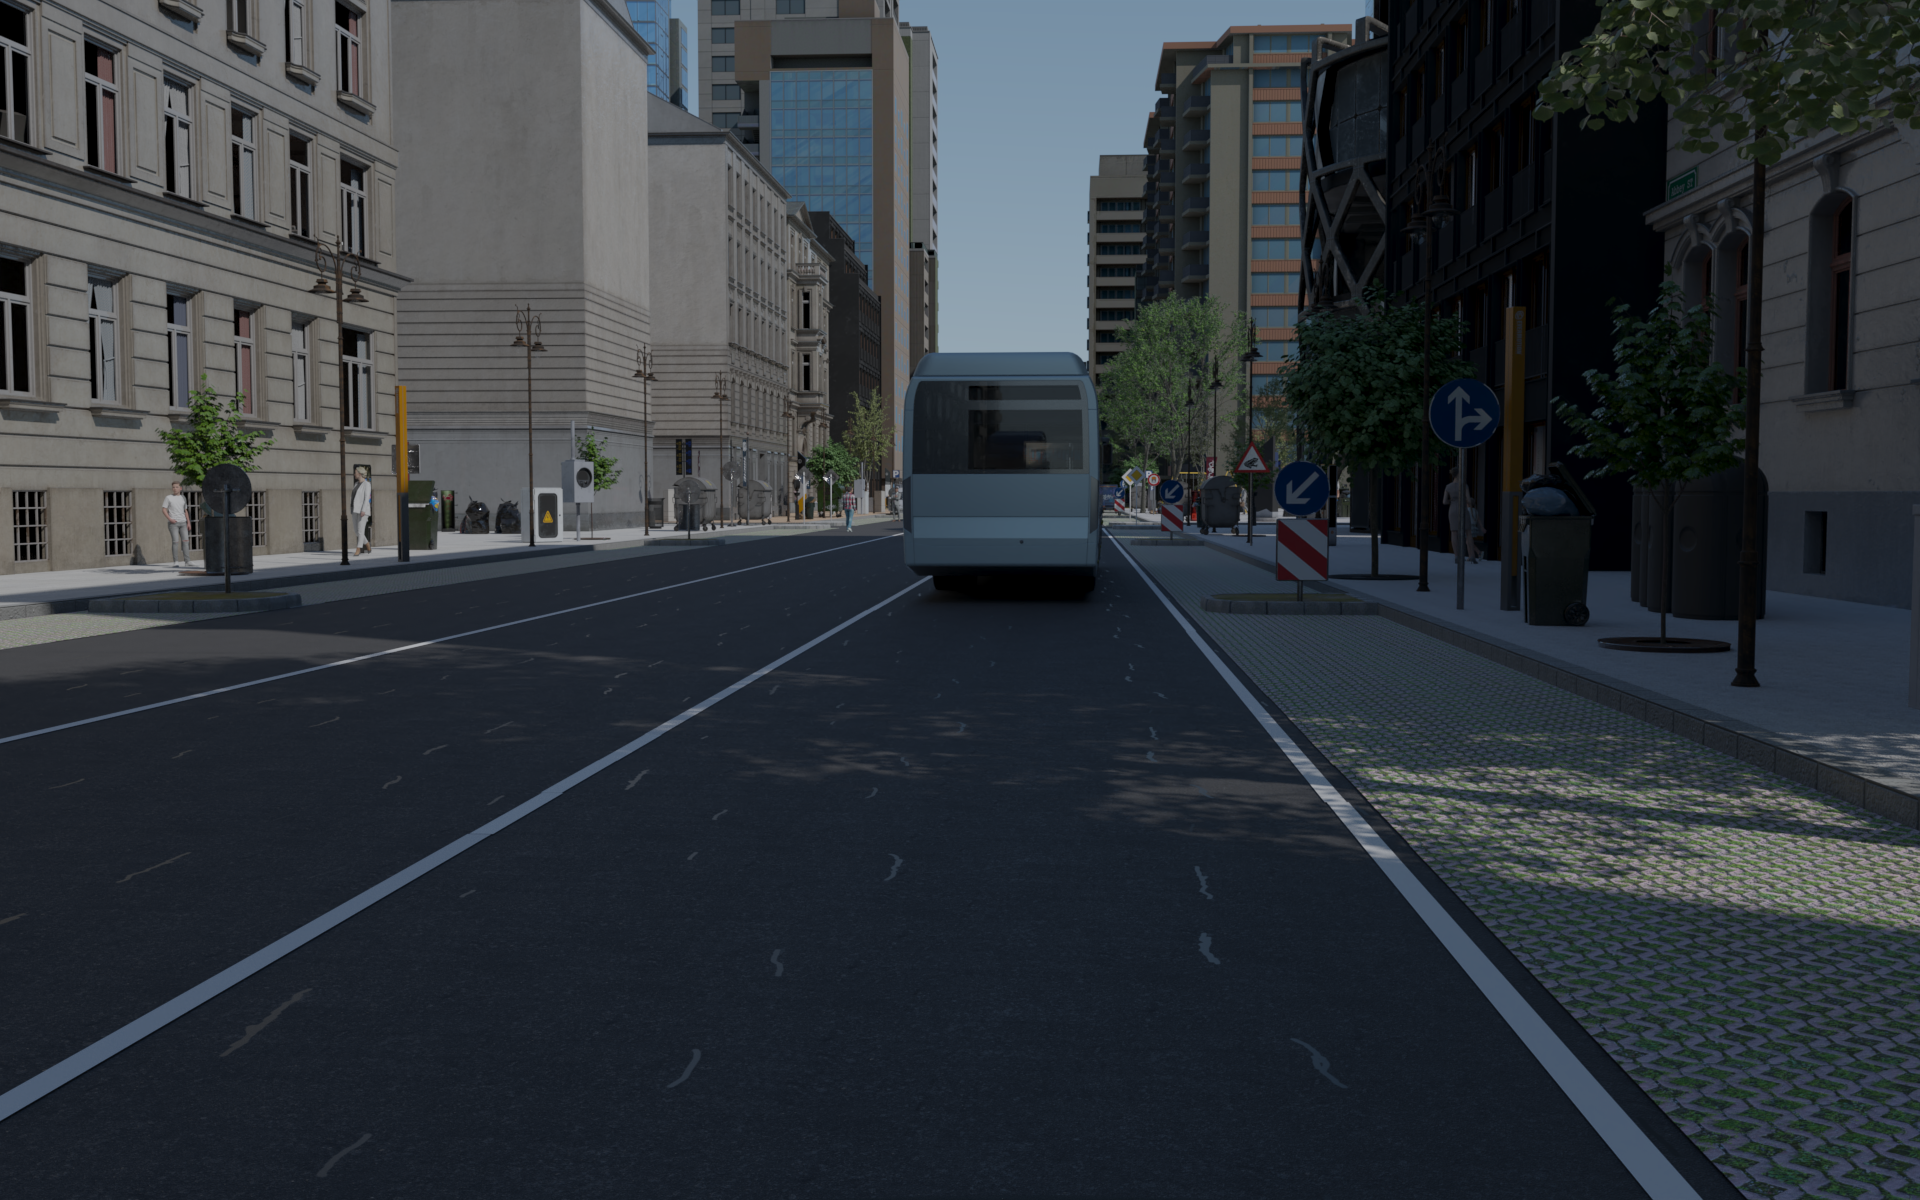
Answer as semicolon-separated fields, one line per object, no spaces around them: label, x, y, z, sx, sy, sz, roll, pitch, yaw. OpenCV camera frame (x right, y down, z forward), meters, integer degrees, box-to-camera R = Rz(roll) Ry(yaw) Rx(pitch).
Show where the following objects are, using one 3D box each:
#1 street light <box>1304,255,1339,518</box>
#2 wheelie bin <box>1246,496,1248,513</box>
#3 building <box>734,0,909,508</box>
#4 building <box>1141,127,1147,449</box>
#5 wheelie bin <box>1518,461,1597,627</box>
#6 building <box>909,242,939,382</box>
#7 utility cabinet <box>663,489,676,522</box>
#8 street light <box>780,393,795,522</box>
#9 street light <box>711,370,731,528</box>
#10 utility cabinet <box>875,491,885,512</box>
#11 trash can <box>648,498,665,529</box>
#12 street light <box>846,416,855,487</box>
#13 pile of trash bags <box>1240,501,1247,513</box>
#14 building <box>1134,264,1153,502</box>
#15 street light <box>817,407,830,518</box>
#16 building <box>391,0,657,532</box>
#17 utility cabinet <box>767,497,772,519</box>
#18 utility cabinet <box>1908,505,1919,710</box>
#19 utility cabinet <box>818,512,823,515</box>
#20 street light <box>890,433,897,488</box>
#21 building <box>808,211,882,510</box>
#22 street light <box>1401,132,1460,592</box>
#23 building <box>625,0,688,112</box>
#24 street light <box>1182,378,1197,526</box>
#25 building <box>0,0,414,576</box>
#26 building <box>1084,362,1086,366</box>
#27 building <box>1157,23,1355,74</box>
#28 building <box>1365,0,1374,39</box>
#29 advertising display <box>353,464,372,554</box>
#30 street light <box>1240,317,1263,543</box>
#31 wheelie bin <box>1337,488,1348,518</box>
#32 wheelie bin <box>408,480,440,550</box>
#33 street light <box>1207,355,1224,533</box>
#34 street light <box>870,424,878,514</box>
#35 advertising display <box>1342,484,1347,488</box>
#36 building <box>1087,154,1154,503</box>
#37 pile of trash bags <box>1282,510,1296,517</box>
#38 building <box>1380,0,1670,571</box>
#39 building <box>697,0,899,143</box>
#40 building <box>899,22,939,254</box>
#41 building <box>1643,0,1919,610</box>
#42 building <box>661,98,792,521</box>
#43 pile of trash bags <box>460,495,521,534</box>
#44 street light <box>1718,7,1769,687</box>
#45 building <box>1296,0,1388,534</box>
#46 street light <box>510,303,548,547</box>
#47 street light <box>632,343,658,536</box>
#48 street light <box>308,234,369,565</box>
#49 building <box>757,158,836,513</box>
street light;6.983;-3.722;33.647;0.468;5.910;1.993;0;4;4
wheelie bin;18.475;-6.198;109.247;0.693;1.594;0.980;-2;4;-31
building;-12.291;-31.287;161.656;14.600;45.320;14.200;0;4;4
building;31.821;-33.102;195.834;22.147;44.769;28.867;0;4;4
wheelie bin;5.840;-0.557;17.013;0.693;1.594;0.980;1;4;11
building;-9.947;-26.008;196.927;14.160;30.474;14.107;0;4;4
utility cabinet;-13.317;-4.374;80.197;0.318;1.500;1.173;2;4;23
street light;-7.918;-6.542;79.745;0.468;5.910;1.993;0;4;4
street light;-8.920;-5.622;64.703;0.468;5.910;1.993;0;4;4
utility cabinet;-5.583;-6.814;120.095;0.318;1.500;1.173;-2;4;-30
trash can;-11.250;-3.199;63.953;0.748;1.137;0.748;0;3;0
street light;-6.489;-7.942;102.642;0.468;5.910;1.993;0;4;4
pile of trash bags;20.973;-6.781;120.622;3.447;1.369;1.912;-3;5;-42
building;28.890;-27.295;217.969;14.160;30.474;14.107;0;4;4
street light;-7.197;-7.269;91.628;0.468;5.910;1.993;0;4;4
building;-21.281;-13.132;63.867;18.267;20.994;9.793;0;4;4
utility cabinet;-10.163;-4.840;90.293;0.306;1.237;1.020;1;4;19
utility cabinet;5.824;0.077;9.907;0.306;1.237;1.020;0;4;5
utility cabinet;-8.429;-5.748;105.149;0.306;1.237;1.020;0;4;4
street light;-4.887;-9.344;125.554;0.468;5.910;1.993;0;4;4
building;-13.531;-19.239;144.232;12.332;23.373;15.834;0;4;4
street light;6.106;-3.049;22.644;0.468;5.910;1.993;0;4;4
building;-46.813;-55.308;216.957;31.000;86.520;22.319;0;4;4
street light;9.157;-5.898;69.217;0.468;5.910;1.993;0;4;4
building;-22.199;-11.983;29.206;16.112;22.955;30.059;0;4;4
building;4.053;-25.049;254.587;28.899;21.520;27.650;0;4;4
building;29.941;-31.343;167.082;22.147;44.769;28.867;0;4;4
building;69.998;-57.102;246.293;31.000;86.520;22.319;0;4;4
advertising display;-12.896;-1.970;37.424;0.123;1.923;0.974;0;4;-4
street light;7.604;-4.436;45.315;0.468;5.910;1.993;0;4;4
wheelie bin;21.015;-5.307;94.684;0.980;1.594;0.693;-1;4;-18
wheelie bin;-12.403;-1.952;39.822;0.980;1.594;0.693;0;4;4
street light;8.475;-5.185;57.570;0.468;5.910;1.993;0;4;4
street light;-5.670;-8.635;113.970;0.468;5.910;1.993;0;4;4
advertising display;24.957;-6.561;112.483;0.123;1.923;0.974;0;4;-1
building;29.068;-38.268;249.386;21.600;48.544;21.300;0;4;4
pile of trash bags;19.810;-5.345;97.138;3.447;1.369;1.912;1;4;14
building;16.428;-12.591;35.544;12.332;23.373;15.834;0;4;4
building;-14.662;-45.283;178.630;20.563;71.187;20.611;0;4;4
building;-17.087;-41.243;216.326;28.212;58.520;21.231;0;4;4
building;16.565;-13.956;15.570;14.401;28.519;23.554;0;4;4
building;-15.207;-14.869;92.251;9.793;20.994;18.267;0;4;4
pile of trash bags;-15.805;-2.825;55.940;3.447;1.369;1.912;-1;4;-9
street light;5.251;-2.362;11.399;0.468;5.910;1.993;0;4;4
building;19.790;-11.662;58.129;16.820;18.784;16.811;0;4;4
street light;-10.447;-4.240;42.108;0.468;5.910;1.993;0;4;4
street light;-9.640;-4.913;53.116;0.468;5.910;1.993;0;4;4
street light;-11.102;-3.566;31.091;0.468;5.910;1.993;0;4;4
building;-16.429;-18.337;118.897;14.460;24.649;34.723;0;4;4
